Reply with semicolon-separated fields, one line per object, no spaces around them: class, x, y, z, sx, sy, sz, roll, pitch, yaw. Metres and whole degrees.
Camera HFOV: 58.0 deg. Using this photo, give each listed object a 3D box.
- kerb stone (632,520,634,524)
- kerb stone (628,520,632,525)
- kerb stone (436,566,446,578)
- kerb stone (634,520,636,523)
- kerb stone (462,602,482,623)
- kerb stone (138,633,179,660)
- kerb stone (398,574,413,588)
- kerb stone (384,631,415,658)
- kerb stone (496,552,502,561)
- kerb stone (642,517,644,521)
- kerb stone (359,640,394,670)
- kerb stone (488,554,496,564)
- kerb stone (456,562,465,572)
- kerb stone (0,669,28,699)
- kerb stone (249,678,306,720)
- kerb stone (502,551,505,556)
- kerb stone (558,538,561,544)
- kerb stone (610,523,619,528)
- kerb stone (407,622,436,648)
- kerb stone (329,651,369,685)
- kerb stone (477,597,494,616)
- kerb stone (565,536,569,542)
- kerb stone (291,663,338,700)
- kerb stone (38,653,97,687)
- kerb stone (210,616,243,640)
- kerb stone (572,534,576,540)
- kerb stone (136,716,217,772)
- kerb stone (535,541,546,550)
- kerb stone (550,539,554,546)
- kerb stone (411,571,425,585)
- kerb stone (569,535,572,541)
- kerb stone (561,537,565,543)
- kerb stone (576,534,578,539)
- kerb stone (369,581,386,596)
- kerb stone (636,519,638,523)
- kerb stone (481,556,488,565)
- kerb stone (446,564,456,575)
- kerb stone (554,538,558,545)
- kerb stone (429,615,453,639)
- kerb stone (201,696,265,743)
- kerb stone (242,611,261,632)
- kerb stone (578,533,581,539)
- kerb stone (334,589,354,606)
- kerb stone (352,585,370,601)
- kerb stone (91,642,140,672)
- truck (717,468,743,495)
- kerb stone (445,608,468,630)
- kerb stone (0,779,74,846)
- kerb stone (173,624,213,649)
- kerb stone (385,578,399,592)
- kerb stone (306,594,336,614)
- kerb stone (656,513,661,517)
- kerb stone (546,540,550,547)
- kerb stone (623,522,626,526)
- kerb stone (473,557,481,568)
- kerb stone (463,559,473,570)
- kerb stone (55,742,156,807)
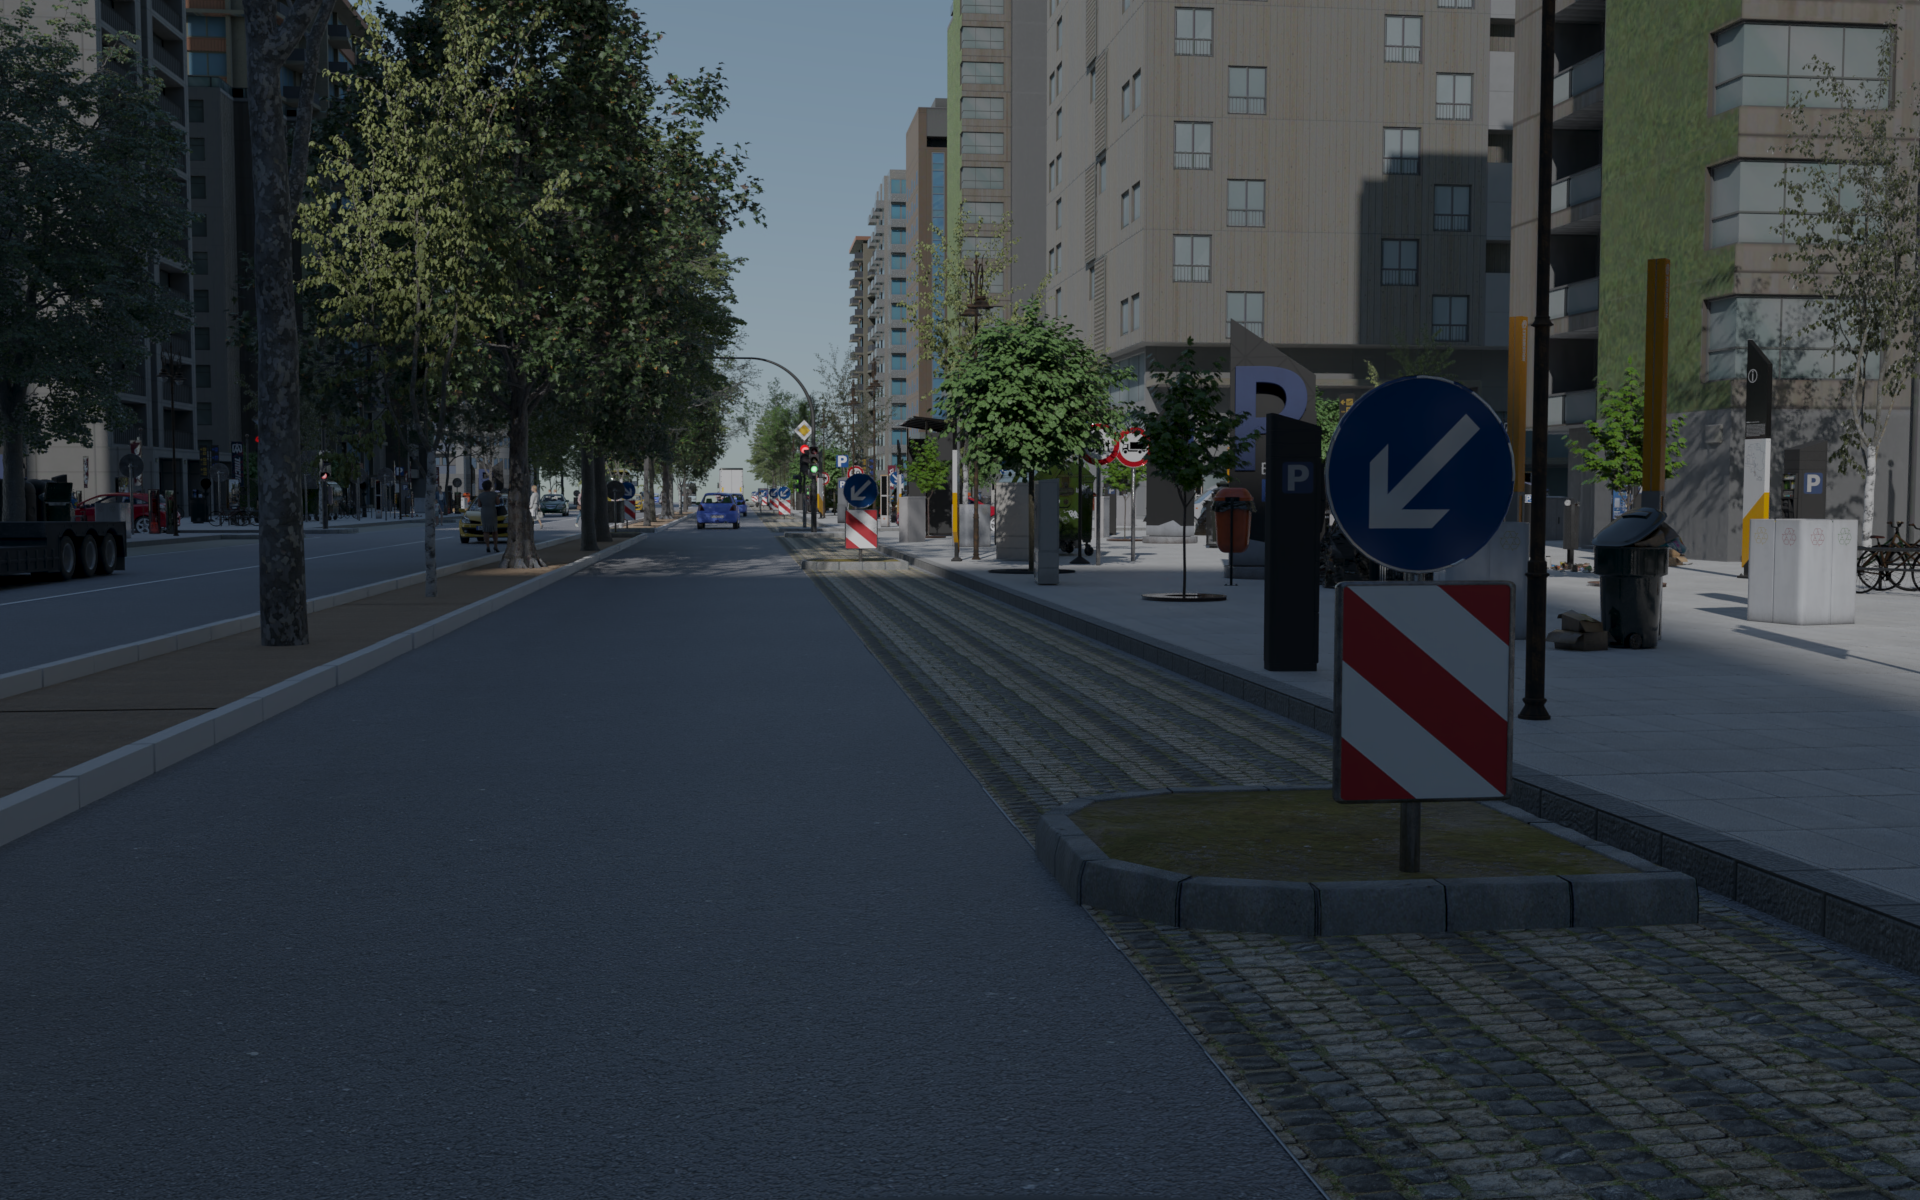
kerb stone;-15.629;-3.648;81.844;0.120;0.150;1.000;0;4;-7
kerb stone;-15.500;-3.580;80.830;0.120;0.150;1.000;0;4;-7
kerb stone;-8.955;-0.448;29.526;0.120;0.150;1.000;0;4;-7
kerb stone;-15.888;-3.772;83.871;0.120;0.150;1.000;0;4;-7
kerb stone;-5.567;0.162;19.559;0.120;0.150;1.000;0;4;-7
kerb stone;-7.133;0.427;15.273;0.120;0.150;1.000;0;4;-7
kerb stone;-8.557;-0.260;26.462;0.120;0.150;1.000;0;4;-7
kerb stone;-5.056;0.415;15.494;0.120;0.150;1.000;0;4;-7
kerb stone;-9.863;-0.883;36.634;0.120;0.150;1.000;0;4;-7
kerb stone;-16.661;-4.146;89.986;0.120;0.150;1.000;0;4;-7
kerb stone;-4.916;0.477;14.481;0.120;0.150;1.000;0;4;-7
kerb stone;-9.735;-0.821;35.617;0.120;0.150;1.000;0;4;-7
kerb stone;-9.213;-0.569;31.554;0.120;0.150;1.000;0;4;-7
kerb stone;-6.746;0.610;12.228;0.120;0.150;1.000;0;4;-7
kerb stone;-4.525;0.660;11.430;0.120;0.150;1.000;0;4;-7
kerb stone;-9.989;-0.945;37.654;0.120;0.150;1.000;0;4;-7
kerb stone;-11.421;-1.628;48.829;0.120;0.150;1.000;0;4;-7
kerb stone;-14.334;-3.022;71.688;0.120;0.150;1.000;0;4;-7
kerb stone;-5.170;0.349;16.512;0.120;0.150;1.000;0;4;-7
kerb stone;-4.782;0.534;13.465;0.120;0.150;1.000;0;4;-7
kerb stone;-5.695;0.099;20.573;0.120;0.150;1.000;0;4;-7
kerb stone;-11.676;-1.742;50.861;0.120;0.150;1.000;0;4;-7
kerb stone;-4.663;0.598;12.443;0.120;0.150;1.000;0;4;-7
kerb stone;-6.871;0.548;13.243;0.120;0.150;1.000;0;4;-7
kerb stone;-7.391;0.299;17.304;0.120;0.150;1.000;0;4;-7
kerb stone;-11.927;-1.877;52.892;0.120;0.150;1.000;0;4;-7
kerb stone;-4.264;0.782;9.402;0.120;0.150;1.000;0;4;-7
kerb stone;-10.894;-1.381;44.770;0.120;0.150;1.000;0;4;-7
kerb stone;-11.153;-1.505;46.802;0.120;0.150;1.000;0;4;-7
kerb stone;-8.686;-0.324;27.488;0.120;0.150;1.000;0;4;-7
kerb stone;-11.808;-1.815;51.877;0.120;0.150;1.000;0;4;-7
kerb stone;-11.548;-1.689;49.846;0.120;0.150;1.000;0;4;-7
kerb stone;-12.066;-1.940;53.907;0.120;0.150;1.000;0;4;-7
kerb stone;-8.301;-0.136;24.427;0.120;0.150;1.000;0;4;-7
kerb stone;-16.019;-3.835;84.892;0.120;0.150;1.000;0;4;-7
kerb stone;-9.610;-0.754;34.602;0.120;0.150;1.000;0;4;-7
kerb stone;-9.083;-0.510;30.540;0.120;0.150;1.000;0;4;-7
kerb stone;-11.291;-1.567;47.815;0.120;0.150;1.000;0;4;-7
kerb stone;-5.297;0.286;17.526;0.120;0.150;1.000;0;4;-7
kerb stone;-4.394;0.724;10.416;0.120;0.150;1.000;0;4;-7
kerb stone;-7.522;0.244;18.318;0.120;0.150;1.000;0;4;-7
kerb stone;-12.192;-2.000;54.922;0.120;0.150;1.000;0;4;-7
kerb stone;-8.037;-0.008;22.391;0.120;0.150;1.000;0;4;-7
kerb stone;-8.176;-0.074;23.407;0.120;0.150;1.000;0;4;-7
kerb stone;-7.006;0.486;14.259;0.120;0.150;1.000;0;4;-7
truck;-25.254;-12.348;190.795;2.839;4.237;11.283;-1;4;-9
kerb stone;-5.431;0.224;18.540;0.120;0.150;1.000;0;4;-7
kerb stone;-4.005;0.912;7.373;0.120;0.150;1.000;0;4;-7
kerb stone;-7.261;0.362;16.288;0.120;0.150;1.000;0;4;-7
kerb stone;-8.440;-0.198;25.445;0.120;0.150;1.000;0;4;-7
kerb stone;-7.911;0.050;21.374;0.120;0.150;1.000;0;4;-7
kerb stone;-19.656;-5.579;113.415;0.120;0.150;1.000;0;4;-7
kerb stone;-11.033;-1.442;45.785;0.120;0.150;1.000;0;4;-7
kerb stone;-14.979;-3.335;76.762;0.120;0.150;1.000;0;4;-7
kerb stone;-9.471;-0.697;33.589;0.120;0.150;1.000;0;4;-7
kerb stone;-9.339;-0.635;32.576;0.120;0.150;1.000;0;4;-7
kerb stone;-4.137;0.845;8.387;0.120;0.150;1.000;0;4;-7
